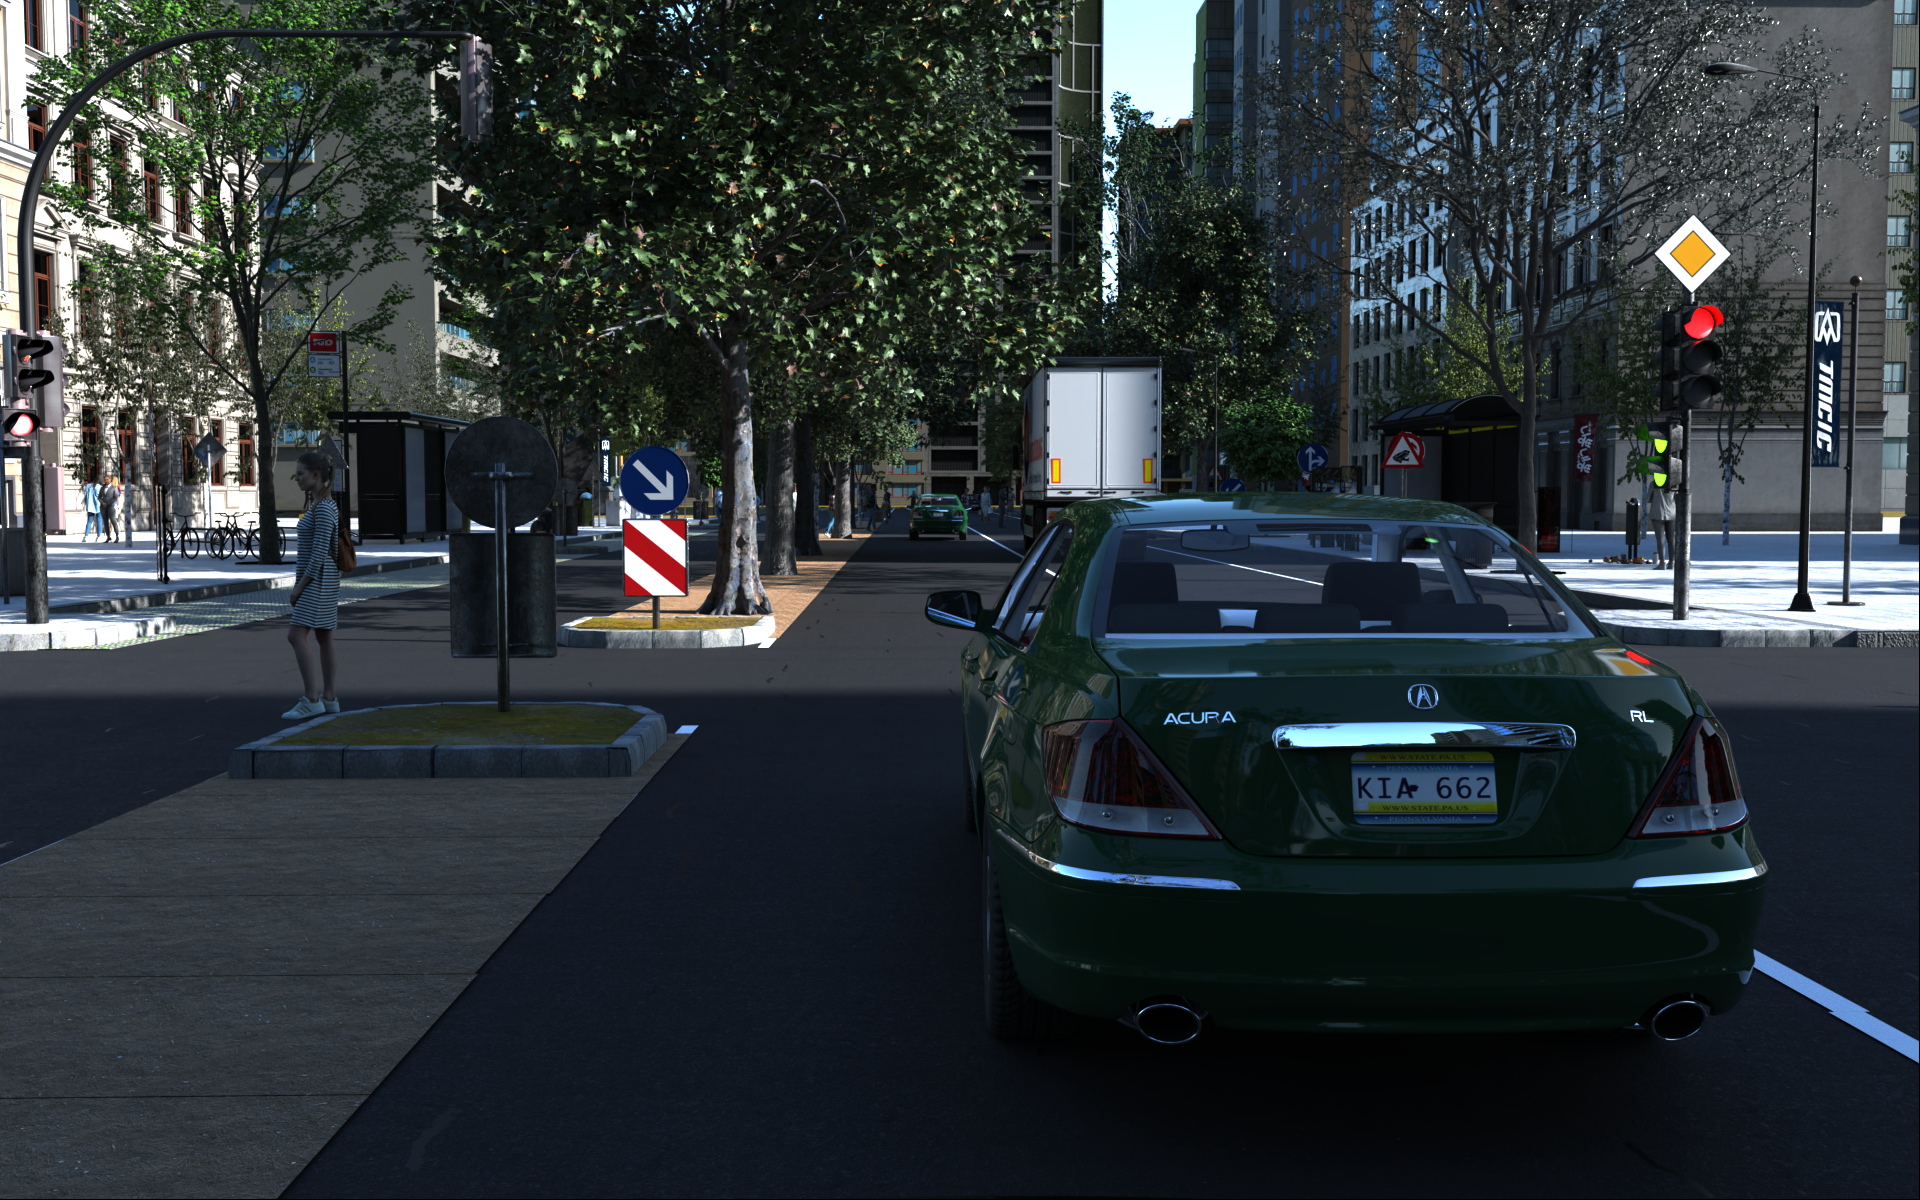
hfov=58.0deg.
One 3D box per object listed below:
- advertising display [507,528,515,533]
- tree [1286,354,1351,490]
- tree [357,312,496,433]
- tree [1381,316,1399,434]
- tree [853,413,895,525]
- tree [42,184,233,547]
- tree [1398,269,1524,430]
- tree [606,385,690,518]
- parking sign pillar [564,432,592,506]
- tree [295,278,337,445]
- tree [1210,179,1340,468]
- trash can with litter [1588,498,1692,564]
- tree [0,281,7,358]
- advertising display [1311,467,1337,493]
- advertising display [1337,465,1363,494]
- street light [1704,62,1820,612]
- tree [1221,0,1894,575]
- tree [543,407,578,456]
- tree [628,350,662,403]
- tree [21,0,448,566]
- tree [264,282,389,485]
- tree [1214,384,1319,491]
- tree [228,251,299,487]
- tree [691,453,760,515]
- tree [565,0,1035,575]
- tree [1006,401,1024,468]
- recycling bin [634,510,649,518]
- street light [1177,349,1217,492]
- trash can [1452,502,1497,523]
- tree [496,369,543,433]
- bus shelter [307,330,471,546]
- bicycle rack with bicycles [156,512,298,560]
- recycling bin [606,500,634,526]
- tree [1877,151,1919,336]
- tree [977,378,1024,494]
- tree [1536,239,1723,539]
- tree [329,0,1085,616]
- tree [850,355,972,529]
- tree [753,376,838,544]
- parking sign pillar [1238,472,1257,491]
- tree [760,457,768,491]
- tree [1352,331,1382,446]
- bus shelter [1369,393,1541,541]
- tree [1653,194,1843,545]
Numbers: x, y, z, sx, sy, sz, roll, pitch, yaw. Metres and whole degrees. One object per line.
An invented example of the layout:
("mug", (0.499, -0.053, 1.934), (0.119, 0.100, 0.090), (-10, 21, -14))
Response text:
("advertising display", (-12.572, -2.645, 48.458), (0.123, 1.923, 0.974), (-2, 4, -25))
("tree", (18.705, -8.618, 91.266), (4.360, 8.622, 3.978), (0, 3, 0))
("tree", (-21.911, -7.323, 70.099), (4.360, 8.622, 3.978), (0, 3, 0))
("tree", (18.766, -6.960, 64.155), (4.737, 8.622, 4.395), (0, 3, 0))
("tree", (-4.581, -7.741, 79.391), (4.737, 8.622, 4.395), (0, 3, 0))
("tree", (-20.114, -5.587, 41.705), (4.360, 8.622, 3.978), (0, 3, 0))
("tree", (16.861, -6.481, 56.325), (4.737, 8.622, 4.395), (0, 3, 0))
("tree", (-13.947, -7.972, 80.709), (4.737, 8.622, 4.395), (0, 3, 0))
("parking sign pillar", (-15.609, -5.006, 70.312), (1.447, 3.967, 1.447), (-2, 4, -30))
("tree", (-21.871, -6.394, 54.903), (4.360, 8.622, 3.978), (0, 3, 0))
("tree", (8.827, -8.919, 62.835), (9.611, 12.733, 9.660), (0, 3, 0))
("trash can with litter", (12.644, -1.308, 32.440), (1.678, 1.210, 2.233), (1, 4, 10))
("tree", (-21.967, -5.251, 36.219), (4.737, 8.622, 4.395), (0, 3, 0))
("advertising display", (8.829, -2.223, 41.559), (0.974, 1.923, 0.123), (-2, 4, -31))
("advertising display", (8.804, -2.069, 39.037), (0.123, 1.923, 0.974), (-1, 4, -11))
("street light", (8.710, -2.832, 18.836), (1.470, 5.913, 1.316), (0, 4, -2))
("tree", (8.984, -7.164, 27.494), (12.009, 13.543, 11.850), (0, 3, 0))
("tree", (-21.054, -8.498, 89.311), (4.360, 8.622, 3.978), (0, 3, 0))
("tree", (-13.692, -8.121, 58.536), (9.928, 11.665, 9.643), (0, 3, 0))
("tree", (-12.768, -6.456, 31.317), (9.928, 11.665, 9.643), (0, 3, 0))
("tree", (-22.645, -6.773, 61.106), (4.737, 8.622, 4.395), (0, 3, 0))
("tree", (9.240, -4.170, 51.889), (4.285, 4.588, 4.351), (0, 3, 0))
("tree", (-21.988, -6.076, 49.713), (4.360, 8.622, 3.978), (0, 3, 0))
("tree", (-14.935, -7.386, 104.473), (4.285, 4.588, 4.351), (0, 3, 0))
("tree", (-3.228, -7.412, 30.298), (9.857, 13.997, 8.962), (0, 3, 0))
("tree", (7.133, -12.561, 139.781), (7.601, 10.594, 8.767), (1, 4, 9))
("recycling bin", (-14.280, -3.940, 76.967), (0.722, 1.027, 0.722), (-3, 5, -39))
("street light", (7.635, -5.072, 55.462), (1.470, 5.913, 1.316), (0, 4, -2))
("trash can", (8.820, -1.105, 29.716), (0.748, 1.137, 0.748), (0, 3, 0))
("tree", (-21.452, -7.911, 79.710), (4.360, 8.622, 3.978), (0, 3, 0))
("bus shelter", (-14.990, -4.138, 45.285), (2.179, 5.291, 8.768), (0, 4, -2))
("bicycle rack with bicycles", (-14.315, -1.294, 34.547), (2.925, 0.926, 2.852), (3, 5, 43))
("recycling bin", (-13.676, -3.471, 69.303), (0.722, 1.027, 0.722), (2, 4, 26))
("tree", (20.330, -5.136, 34.339), (4.737, 8.622, 4.395), (0, 3, 0))
("tree", (5.105, -15.333, 168.822), (7.486, 12.596, 7.792), (0, 3, 0))
("tree", (19.307, -6.051, 49.296), (4.737, 8.622, 4.395), (0, 3, 0))
("tree", (-2.676, -6.181, 20.533), (9.611, 12.733, 9.660), (0, 3, 0))
("tree", (-4.422, -9.661, 70.786), (12.009, 13.543, 11.850), (0, 3, 0))
("tree", (-4.035, -5.838, 48.277), (4.360, 8.622, 3.978), (0, 3, 0))
("parking sign pillar", (9.348, -4.154, 56.395), (1.447, 3.967, 1.447), (0, 3, 0))
("tree", (-15.049, -9.372, 136.943), (4.285, 4.588, 4.351), (0, 3, 0))
("tree", (17.998, -7.293, 69.595), (4.737, 8.622, 4.395), (0, 3, 0))
("bus shelter", (10.611, -2.675, 37.668), (2.014, 3.302, 5.546), (0, 4, -2))
("tree", (19.465, -5.679, 43.207), (4.360, 8.622, 3.978), (0, 3, 0))
